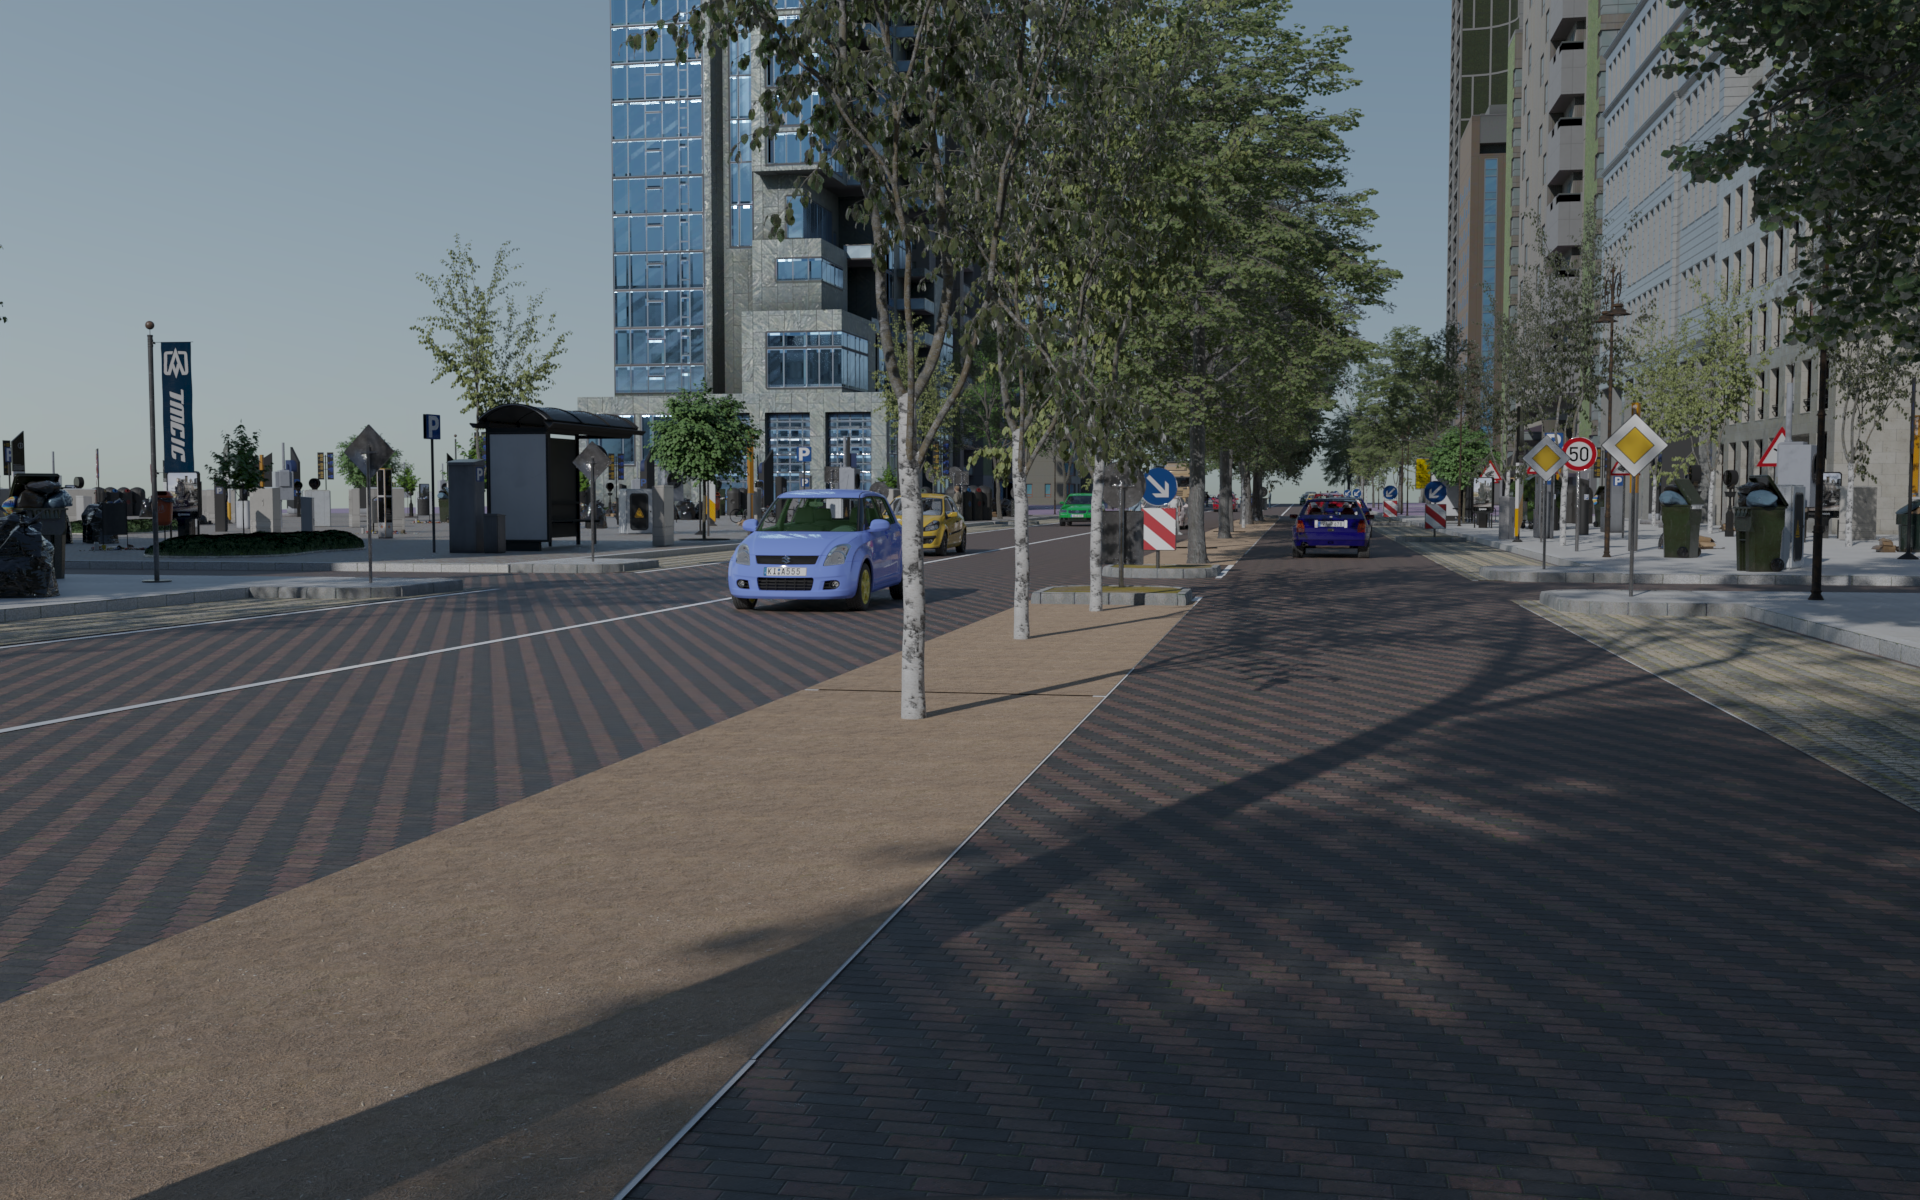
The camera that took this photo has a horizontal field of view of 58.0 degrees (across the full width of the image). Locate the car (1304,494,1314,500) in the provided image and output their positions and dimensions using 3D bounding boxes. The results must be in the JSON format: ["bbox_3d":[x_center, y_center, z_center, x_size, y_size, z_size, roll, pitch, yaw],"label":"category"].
[{"bbox_3d":[36.351,-10.240,177.646,2.015,1.641,3.980,1,4,11],"label":"car"}]

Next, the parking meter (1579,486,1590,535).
[{"bbox_3d":[19.582,-2.815,54.435,0.372,1.533,0.369,0,3,0],"label":"parking meter"}]

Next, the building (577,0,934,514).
[{"bbox_3d":[-12.589,-49.649,124.437,22.319,86.520,31.000,1,4,11],"label":"building"}]

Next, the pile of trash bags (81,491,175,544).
[{"bbox_3d":[-22.397,-2.177,45.348,3.447,1.369,1.912,-1,4,-15],"label":"pile of trash bags"}]

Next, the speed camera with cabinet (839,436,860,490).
[{"bbox_3d":[-3.933,-3.930,58.598,0.660,3.252,2.038,1,4,15],"label":"speed camera with cabinet"}]

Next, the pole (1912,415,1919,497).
[{"bbox_3d":[24.716,-3.117,44.811,0.158,3.312,0.155,0,3,0],"label":"pole"}]

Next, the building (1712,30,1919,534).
[{"bbox_3d":[34.489,-12.661,61.763,10.420,20.320,16.860,1,4,11],"label":"building"}]

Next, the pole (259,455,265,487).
[{"bbox_3d":[-36.108,-5.859,89.644,0.158,3.312,0.155,0,3,0],"label":"pole"}]

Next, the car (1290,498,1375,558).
[{"bbox_3d":[8.600,-1.683,40.090,1.945,1.354,3.894,1,4,12],"label":"car"}]

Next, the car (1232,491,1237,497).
[{"bbox_3d":[36.662,-13.946,236.696,2.281,1.827,5.304,1,4,11],"label":"car"}]

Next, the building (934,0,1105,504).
[{"bbox_3d":[10.851,-57.070,245.766,22.319,86.520,31.000,1,4,11],"label":"building"}]

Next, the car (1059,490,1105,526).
[{"bbox_3d":[5.559,-4.262,78.478,1.959,1.807,4.718,1,4,10],"label":"car"}]

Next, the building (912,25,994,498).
[{"bbox_3d":[-5.219,-28.368,147.405,14.154,41.232,14.086,1,4,11],"label":"building"}]

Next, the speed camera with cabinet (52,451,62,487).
[{"bbox_3d":[-42.579,-5.232,79.877,2.038,3.252,0.660,-1,4,-21],"label":"speed camera with cabinet"}]

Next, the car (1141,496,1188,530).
[{"bbox_3d":[8.423,-3.596,71.158,2.083,1.381,4.827,1,4,12],"label":"car"}]

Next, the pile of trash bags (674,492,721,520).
[{"bbox_3d":[-13.256,-4.712,86.787,1.912,1.369,3.447,2,4,35],"label":"pile of trash bags"}]

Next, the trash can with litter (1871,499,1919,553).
[{"bbox_3d":[20.654,-1.628,37.997,1.055,1.170,0.624,0,4,-1],"label":"trash can with litter"}]

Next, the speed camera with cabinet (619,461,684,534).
[{"bbox_3d":[-9.956,-3.763,55.856,2.038,3.252,0.660,-2,4,-35],"label":"speed camera with cabinet"}]

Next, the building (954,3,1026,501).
[{"bbox_3d":[-1.851,-31.247,161.005,14.600,45.320,14.200,1,4,11],"label":"building"}]

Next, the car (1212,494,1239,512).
[{"bbox_3d":[21.287,-7.935,138.770,2.155,1.783,4.494,1,4,12],"label":"car"}]

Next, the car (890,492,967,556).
[{"bbox_3d":[-0.950,-1.898,41.250,2.015,1.641,3.980,1,4,10],"label":"car"}]

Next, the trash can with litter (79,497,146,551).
[{"bbox_3d":[-18.979,-1.757,39.778,2.233,1.210,1.678,-2,4,-25],"label":"trash can with litter"}]

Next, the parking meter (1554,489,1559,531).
[{"bbox_3d":[20.731,-3.191,60.583,0.372,1.533,0.369,0,3,0],"label":"parking meter"}]

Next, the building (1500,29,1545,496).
[{"bbox_3d":[55.823,-28.838,155.096,14.154,41.232,14.086,1,4,11],"label":"building"}]

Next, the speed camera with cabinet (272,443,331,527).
[{"bbox_3d":[-25.492,-4.447,67.049,2.038,3.252,0.660,-2,4,-34],"label":"speed camera with cabinet"}]

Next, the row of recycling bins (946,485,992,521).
[{"bbox_3d":[0.395,-4.627,82.763,1.069,1.692,3.534,2,4,31],"label":"row of recycling bins"}]

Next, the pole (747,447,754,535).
[{"bbox_3d":[-6.497,-3.662,53.725,0.158,3.312,0.155,0,3,0],"label":"pole"}]

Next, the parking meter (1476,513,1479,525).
[{"bbox_3d":[21.453,-4.003,71.159,0.399,1.863,0.255,-1,4,-20],"label":"parking meter"}]

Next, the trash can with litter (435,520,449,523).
[{"bbox_3d":[-23.148,-3.978,76.098,2.233,1.210,1.678,-2,4,-28],"label":"trash can with litter"}]

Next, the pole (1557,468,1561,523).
[{"bbox_3d":[24.392,-4.692,70.549,0.158,3.312,0.155,0,3,0],"label":"pole"}]

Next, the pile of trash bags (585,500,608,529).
[{"bbox_3d":[-14.854,-3.376,64.958,3.447,1.369,1.912,0,4,2],"label":"pile of trash bags"}]

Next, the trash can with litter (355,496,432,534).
[{"bbox_3d":[-18.478,-2.732,55.732,2.233,1.210,1.678,2,4,26],"label":"trash can with litter"}]

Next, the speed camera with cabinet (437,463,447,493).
[{"bbox_3d":[-33.881,-7.162,111.438,2.038,3.252,0.660,-3,4,-36],"label":"speed camera with cabinet"}]

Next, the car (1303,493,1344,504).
[{"bbox_3d":[16.269,-4.126,76.499,2.155,1.783,4.494,1,4,10],"label":"car"}]

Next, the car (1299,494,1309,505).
[{"bbox_3d":[44.880,-12.974,223.925,2.131,1.459,4.920,1,4,13],"label":"car"}]

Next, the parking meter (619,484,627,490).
[{"bbox_3d":[-18.951,-5.614,97.497,0.399,1.863,0.255,1,4,21],"label":"parking meter"}]

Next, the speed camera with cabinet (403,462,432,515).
[{"bbox_3d":[-33.838,-6.929,107.630,2.038,3.252,0.660,-2,4,-27],"label":"speed camera with cabinet"}]

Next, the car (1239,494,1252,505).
[{"bbox_3d":[33.357,-11.676,200.493,1.945,1.707,3.694,1,4,13],"label":"car"}]

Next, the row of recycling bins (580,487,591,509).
[{"bbox_3d":[-20.071,-5.218,92.427,1.069,1.692,3.534,0,4,-1],"label":"row of recycling bins"}]

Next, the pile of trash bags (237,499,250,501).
[{"bbox_3d":[-41.330,-5.562,100.686,3.447,1.369,1.912,-2,4,-30],"label":"pile of trash bags"}]

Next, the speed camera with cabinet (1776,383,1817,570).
[{"bbox_3d":[14.473,-2.194,30.207,0.660,3.252,2.038,3,4,38],"label":"speed camera with cabinet"}]

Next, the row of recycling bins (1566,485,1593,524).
[{"bbox_3d":[26.739,-4.226,76.215,1.069,1.692,3.534,0,4,-6],"label":"row of recycling bins"}]

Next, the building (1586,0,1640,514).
[{"bbox_3d":[48.204,-26.329,114.072,14.154,41.232,14.086,1,4,11],"label":"building"}]

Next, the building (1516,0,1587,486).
[{"bbox_3d":[58.544,-33.258,133.013,28.713,52.752,27.495,1,4,11],"label":"building"}]

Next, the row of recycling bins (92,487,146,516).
[{"bbox_3d":[-48.631,-5.680,99.975,1.069,1.692,3.534,1,4,23],"label":"row of recycling bins"}]

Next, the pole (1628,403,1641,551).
[{"bbox_3d":[15.102,-2.748,38.780,0.158,3.312,0.155,0,3,0],"label":"pole"}]

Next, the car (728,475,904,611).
[{"bbox_3d":[-1.762,-0.788,22.472,1.945,1.707,3.694,1,4,10],"label":"car"}]

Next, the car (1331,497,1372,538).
[{"bbox_3d":[12.865,-2.788,58.161,1.945,1.354,3.894,1,4,9],"label":"car"}]

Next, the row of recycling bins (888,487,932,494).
[{"bbox_3d":[-2.967,-5.594,98.569,3.534,1.692,1.069,3,5,40],"label":"row of recycling bins"}]

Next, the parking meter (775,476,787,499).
[{"bbox_3d":[-5.938,-3.170,57.546,0.255,1.863,0.399,2,4,26],"label":"parking meter"}]

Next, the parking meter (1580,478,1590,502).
[{"bbox_3d":[22.381,-3.451,62.128,0.399,1.863,0.255,1,4,11],"label":"parking meter"}]

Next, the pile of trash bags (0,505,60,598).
[{"bbox_3d":[-13.120,-0.727,21.635,3.447,1.369,1.912,-1,4,-19],"label":"pile of trash bags"}]

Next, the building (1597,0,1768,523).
[{"bbox_3d":[39.570,-18.795,84.789,11.434,29.767,29.804,1,4,11],"label":"building"}]

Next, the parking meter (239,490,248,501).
[{"bbox_3d":[-38.069,-5.281,92.062,0.255,1.863,0.399,2,4,25],"label":"parking meter"}]

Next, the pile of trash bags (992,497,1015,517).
[{"bbox_3d":[1.553,-5.385,97.789,3.447,1.369,1.912,-1,4,-9],"label":"pile of trash bags"}]

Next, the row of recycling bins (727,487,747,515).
[{"bbox_3d":[-13.200,-6.081,106.534,1.069,1.692,3.534,1,4,23],"label":"row of recycling bins"}]

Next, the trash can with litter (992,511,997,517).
[{"bbox_3d":[1.585,-5.166,95.859,1.055,1.170,0.624,-1,4,-21],"label":"trash can with litter"}]

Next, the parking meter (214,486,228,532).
[{"bbox_3d":[-25.148,-3.257,58.964,0.399,1.863,0.255,0,4,-3],"label":"parking meter"}]

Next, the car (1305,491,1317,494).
[{"bbox_3d":[49.138,-14.316,242.738,2.281,1.827,5.304,1,4,9],"label":"car"}]

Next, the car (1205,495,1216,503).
[{"bbox_3d":[35.930,-14.411,248.193,1.945,1.354,3.894,1,4,10],"label":"car"}]
